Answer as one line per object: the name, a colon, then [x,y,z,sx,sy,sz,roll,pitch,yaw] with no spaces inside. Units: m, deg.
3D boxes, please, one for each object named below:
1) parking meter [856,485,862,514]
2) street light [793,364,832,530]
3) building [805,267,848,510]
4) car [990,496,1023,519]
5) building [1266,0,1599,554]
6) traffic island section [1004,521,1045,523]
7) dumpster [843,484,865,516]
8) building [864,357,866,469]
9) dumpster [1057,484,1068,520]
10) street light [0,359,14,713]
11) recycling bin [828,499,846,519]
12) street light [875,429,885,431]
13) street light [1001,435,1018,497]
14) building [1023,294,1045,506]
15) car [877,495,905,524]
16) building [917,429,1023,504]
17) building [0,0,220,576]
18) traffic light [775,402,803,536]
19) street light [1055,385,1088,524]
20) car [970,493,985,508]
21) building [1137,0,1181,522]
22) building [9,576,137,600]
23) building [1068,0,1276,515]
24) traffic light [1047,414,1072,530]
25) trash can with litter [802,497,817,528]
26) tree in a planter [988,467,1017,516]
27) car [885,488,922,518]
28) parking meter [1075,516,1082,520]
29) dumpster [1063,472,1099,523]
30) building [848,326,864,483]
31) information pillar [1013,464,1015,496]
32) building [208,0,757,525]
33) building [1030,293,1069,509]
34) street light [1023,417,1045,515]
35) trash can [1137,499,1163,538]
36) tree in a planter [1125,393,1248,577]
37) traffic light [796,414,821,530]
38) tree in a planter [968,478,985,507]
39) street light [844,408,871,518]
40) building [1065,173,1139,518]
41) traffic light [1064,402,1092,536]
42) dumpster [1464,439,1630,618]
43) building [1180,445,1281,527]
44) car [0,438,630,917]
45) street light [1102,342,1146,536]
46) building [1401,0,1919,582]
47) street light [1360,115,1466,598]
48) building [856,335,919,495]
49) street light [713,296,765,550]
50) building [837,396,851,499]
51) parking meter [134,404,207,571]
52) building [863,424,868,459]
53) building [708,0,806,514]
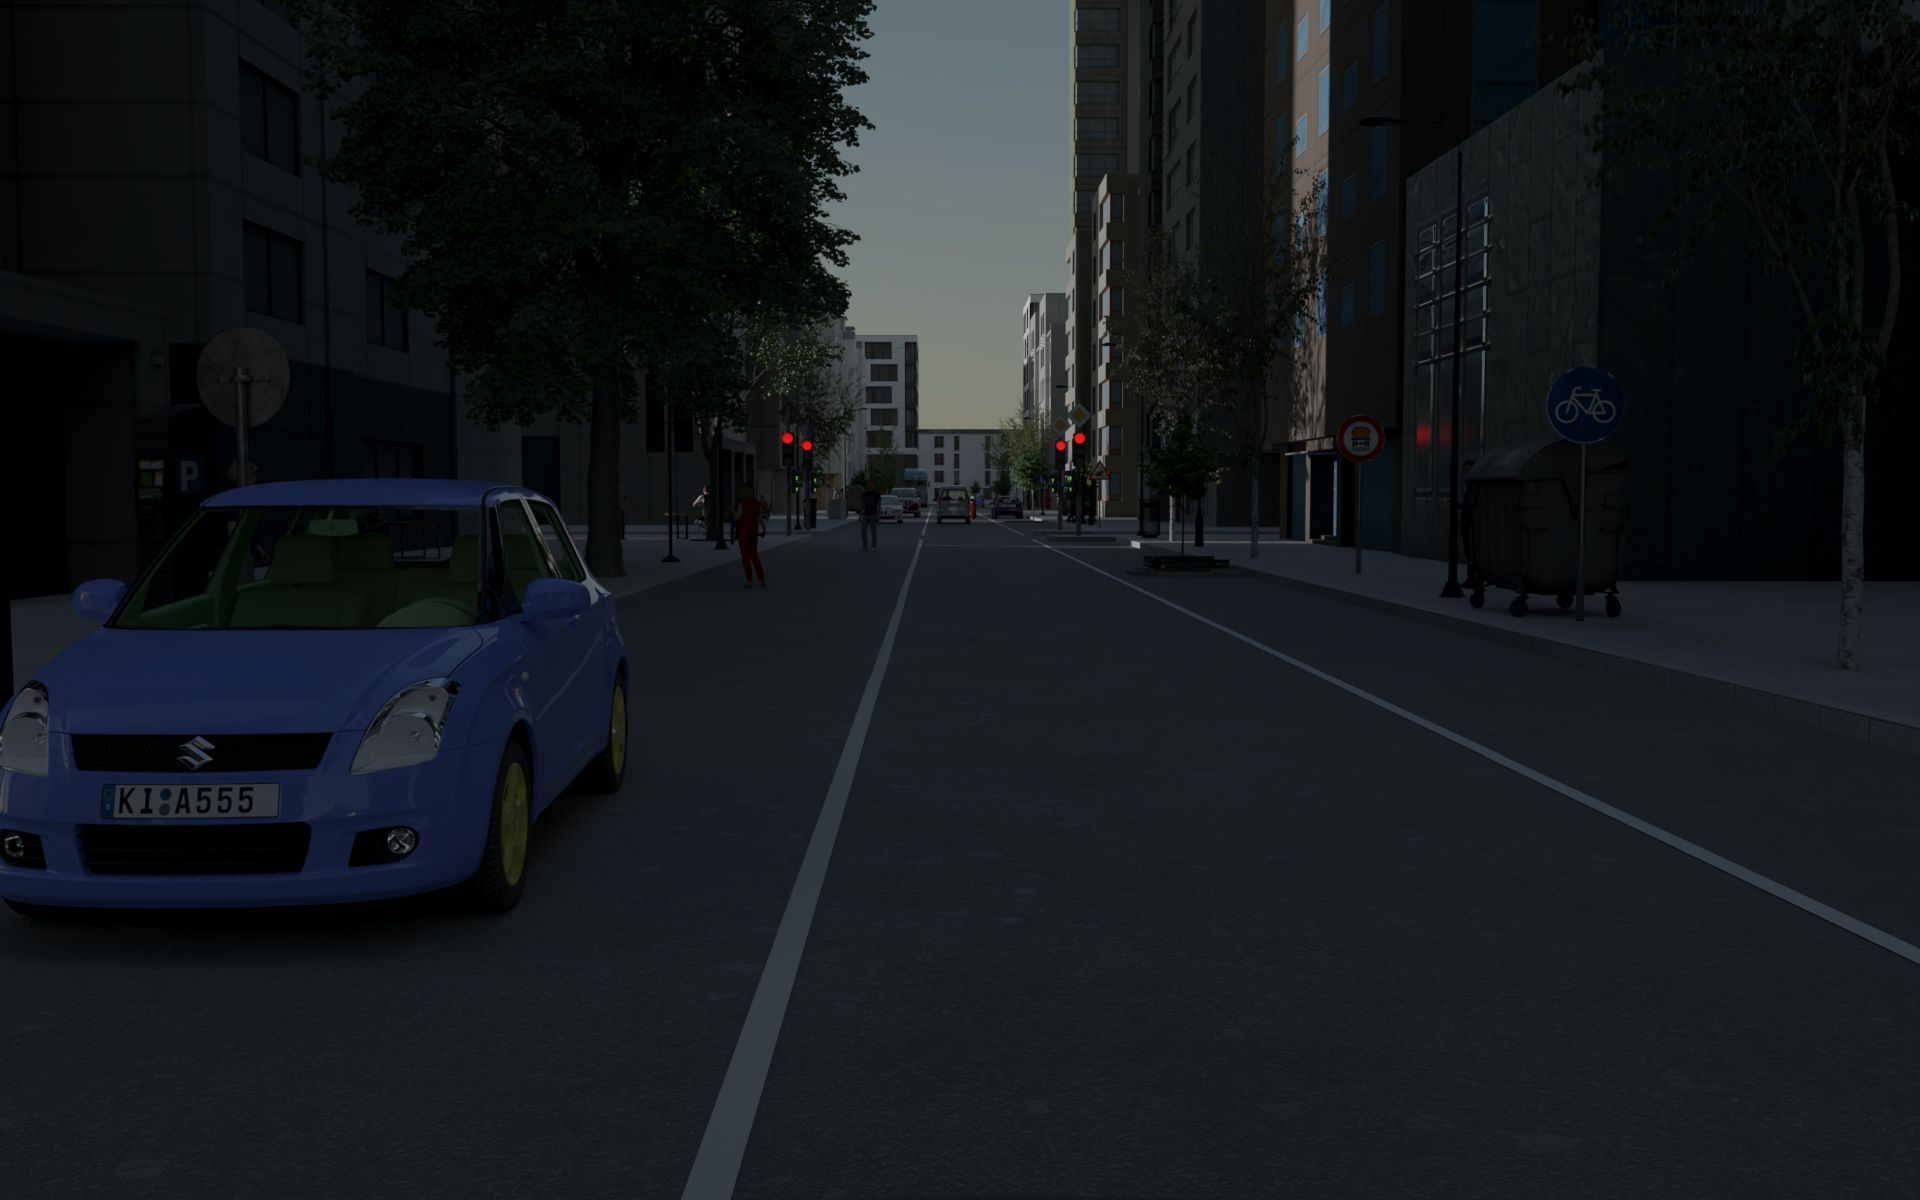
parking meter: [-6.500,-6.454,111.230,0.399,1.863,0.255,-1,4,-15]
street light: [-5.254,-5.457,61.767,1.470,5.913,1.316,0,4,-1]
building: [-17.758,-17.478,142.191,16.016,20.091,11.380,0,4,-1]
car: [2.740,-5.422,101.226,1.945,1.354,3.894,0,4,-2]
building: [15.867,-23.970,42.027,14.600,45.320,14.200,0,4,-1]
traffic island section: [3.205,-3.910,86.802,1.991,0.108,1.994,0,4,-1]
dumpster: [-6.311,-5.961,103.224,1.264,1.857,1.865,0,4,-1]
building: [-18.464,-20.588,193.037,16.016,20.091,11.380,0,4,-1]
dumpster: [5.379,-4.810,84.394,1.264,1.857,1.865,0,4,-1]
street light: [-4.539,-2.232,9.028,1.470,5.913,1.316,0,4,-1]
recycling bin: [-6.274,-4.647,88.525,0.722,1.027,0.722,1,4,19]
street light: [-6.060,-9.269,124.086,1.470,5.913,1.316,0,4,-1]
street light: [3.924,-9.980,135.711,1.470,5.913,1.316,0,4,-1]
building: [20.820,-21.364,193.268,27.936,21.610,32.646,0,4,-1]
car: [-3.746,-4.484,85.673,2.083,1.381,4.827,0,4,-2]
building: [8.475,-17.480,227.945,28.070,9.664,9.099,0,4,-1]
building: [-22.498,-36.583,36.379,20.611,71.187,20.563,0,4,-1]
traffic light: [-5.231,-3.921,53.022,0.839,4.253,0.868,0,4,-1]
street light: [4.748,-6.203,73.961,1.470,5.913,1.316,0,4,-1]
car: [1.690,-10.564,182.313,1.945,1.707,3.694,0,4,-1]
building: [15.654,-19.223,86.000,14.160,30.474,14.107,0,4,-1]
building: [-20.615,-35.354,16.292,20.563,71.187,20.611,0,4,-1]
building: [14.988,-27.242,128.993,14.154,41.232,14.086,0,4,-1]
traffic light: [3.518,-4.417,61.145,0.839,4.253,0.868,0,4,-1]
trash can with litter: [-5.701,-3.270,64.850,0.624,1.170,1.055,-1,4,-16]
tree in a planter: [2.831,-7.121,113.648,1.991,3.239,1.994,0,4,-1]
car: [-3.484,-5.996,106.709,2.281,1.827,5.304,0,4,1]
parking meter: [5.388,-4.284,78.462,0.372,1.533,0.369,0,3,0]
dumpster: [5.399,-4.559,77.031,1.502,2.255,1.985,0,4,-1]
building: [-18.598,-19.893,181.675,16.016,20.091,11.380,0,4,-1]
information pillar: [4.166,-8.674,133.177,0.183,3.616,0.504,-1,4,-10]
building: [-20.354,-39.251,80.008,20.563,71.187,20.611,0,4,-1]
building: [15.743,-18.005,160.836,16.747,18.905,31.486,0,4,-1]
street light: [4.483,-8.096,104.915,1.470,5.913,1.316,0,4,-1]
trash can: [5.540,-2.378,50.534,0.748,1.137,0.748,0,3,0]
tree in a planter: [3.976,-2.053,30.788,1.991,3.239,1.994,0,4,-1]
traffic light: [-5.342,-4.409,61.007,0.839,4.253,0.868,0,4,-1]
tree in a planter: [1.750,-11.831,190.666,1.991,3.239,1.994,0,4,-1]
street light: [-5.662,-7.381,93.216,1.470,5.913,1.316,0,4,-1]
building: [21.500,-16.097,108.231,27.650,21.520,28.899,0,4,-1]
traffic light: [3.629,-3.929,53.161,0.839,4.253,0.868,0,4,-1]
dumpster: [6.318,-0.790,18.677,1.264,1.857,1.865,0,4,-1]
building: [15.968,-23.621,69.794,14.086,41.232,14.154,0,4,-1]
car: [-2.406,0.158,7.016,1.945,1.707,3.694,0,4,-3]
street light: [5.054,-4.931,53.167,1.470,5.913,1.316,0,4,-1]
building: [20.505,-43.135,17.923,22.319,86.520,31.000,0,4,-1]
street light: [5.597,-2.989,21.406,1.470,5.913,1.316,0,4,-1]
building: [-22.006,-23.990,236.210,32.646,21.610,27.936,0,4,-1]
street light: [-4.969,-4.115,39.826,1.470,5.913,1.316,0,4,-1]
building: [-14.661,-13.467,162.335,9.099,9.664,28.070,0,4,-1]
parking meter: [-5.026,-0.327,11.063,0.255,1.863,0.399,1,4,17]
building: [-25.151,-16.068,204.859,28.070,9.664,9.099,0,4,-1]
building: [-17.371,-26.079,109.993,14.154,41.232,14.086,0,4,-1]
